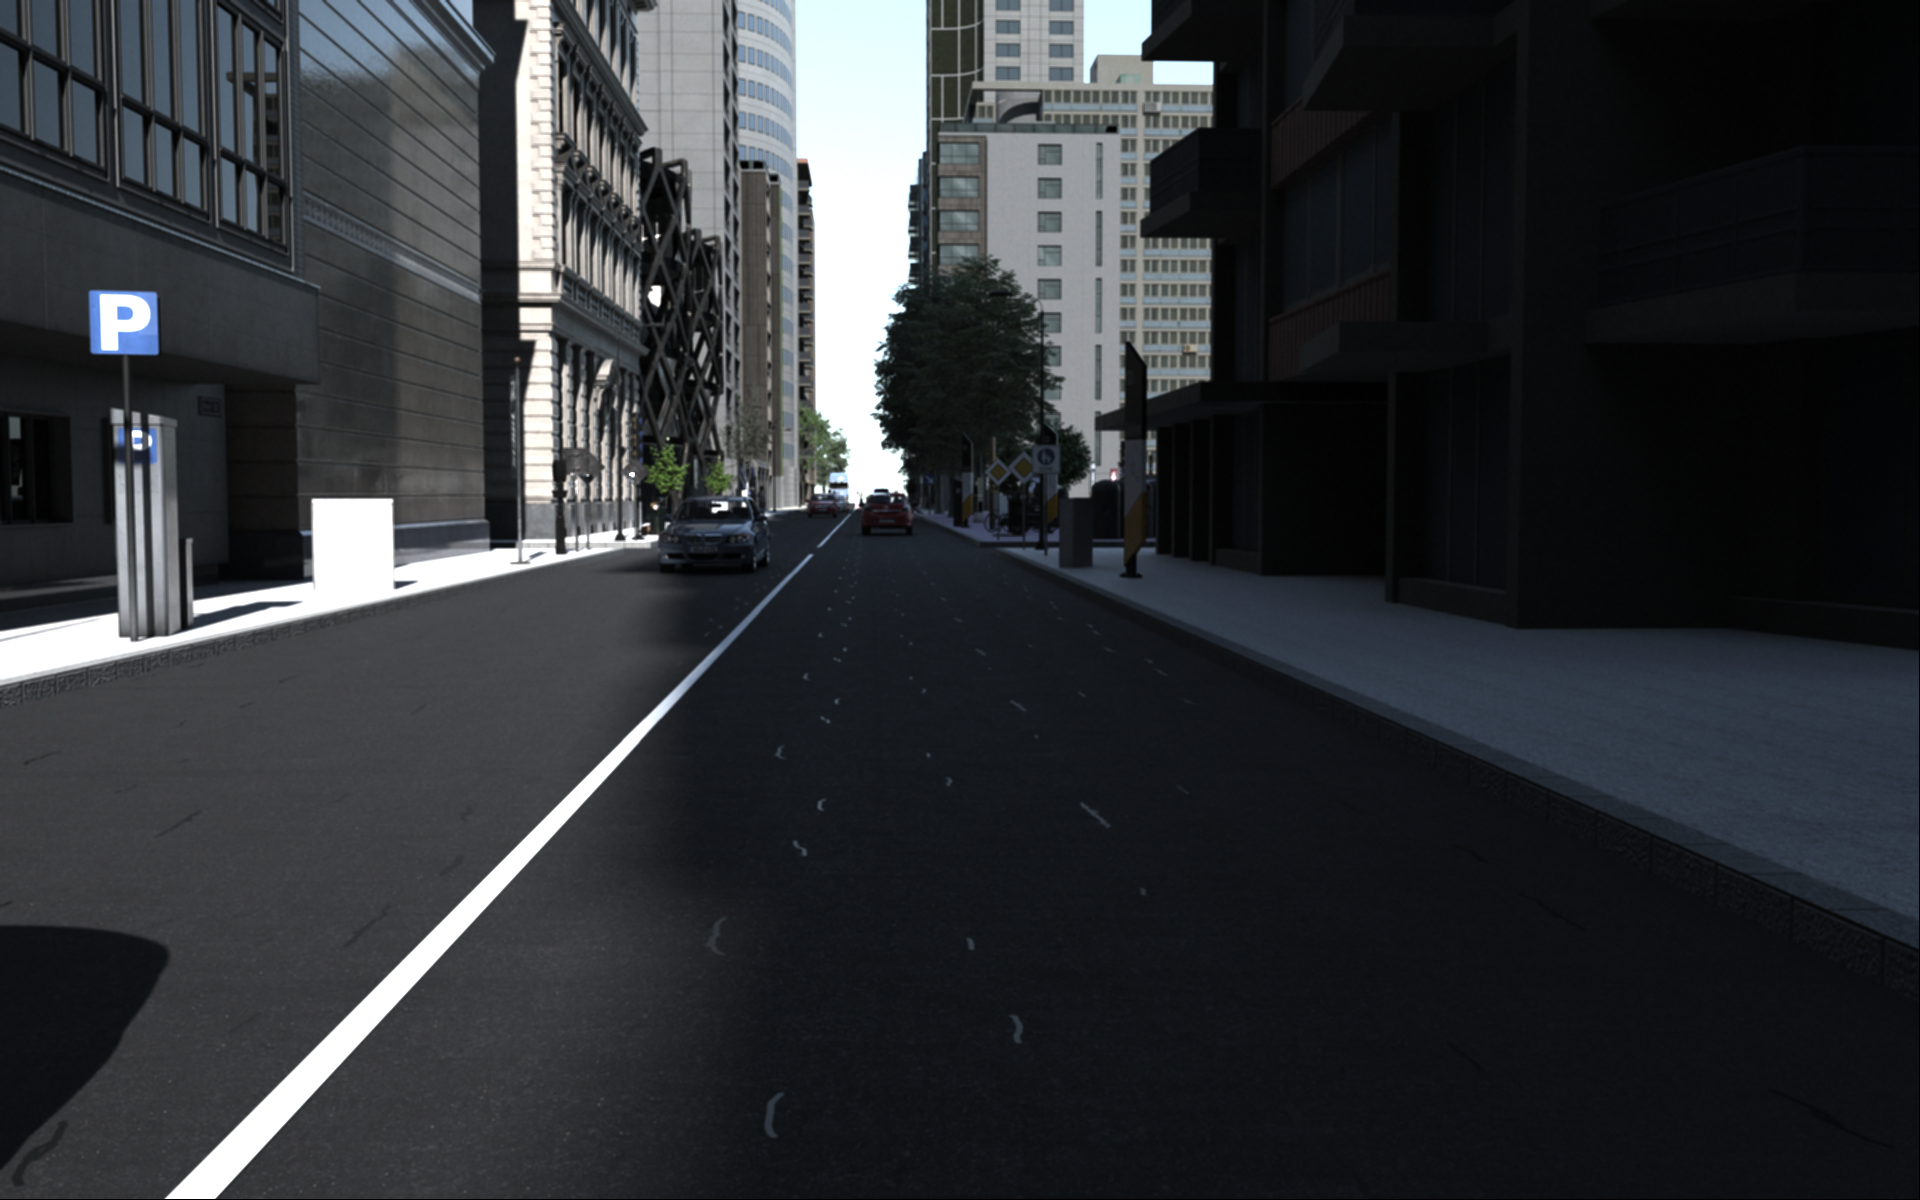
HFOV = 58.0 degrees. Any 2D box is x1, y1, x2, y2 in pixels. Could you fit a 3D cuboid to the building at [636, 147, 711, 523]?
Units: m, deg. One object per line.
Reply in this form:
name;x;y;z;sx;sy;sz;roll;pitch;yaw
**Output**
building;-20.267;-12.711;75.280;16.820;18.784;16.811;0;4;-3

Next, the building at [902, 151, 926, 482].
building;3.890;-38.136;243.129;23.786;49.044;30.456;0;4;-3

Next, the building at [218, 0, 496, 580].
building;-19.836;-14.986;30.922;20.117;28.700;13.634;0;4;-3

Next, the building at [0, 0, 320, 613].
building;-15.339;-13.356;11.882;14.314;27.812;24.014;0;4;-3

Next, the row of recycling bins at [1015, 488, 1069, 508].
row of recycling bins;5.510;-6.425;112.158;3.534;1.692;1.069;2;4;35

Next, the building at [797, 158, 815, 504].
building;-29.862;-34.580;220.000;22.147;44.769;28.867;0;4;-3

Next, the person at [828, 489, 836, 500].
person;-10.223;-7.772;135.586;1.348;1.822;0.705;-3;4;-37

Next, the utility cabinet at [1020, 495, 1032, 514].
utility cabinet;3.145;-4.067;77.655;1.020;1.237;0.306;3;5;43

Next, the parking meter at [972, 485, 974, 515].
parking meter;0.942;-6.148;106.225;0.255;1.863;0.399;2;4;30

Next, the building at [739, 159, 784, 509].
building;-22.665;-23.099;149.377;14.160;30.474;14.107;0;4;-3

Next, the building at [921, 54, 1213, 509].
building;12.757;-28.473;157.412;32.217;40.220;23.993;0;4;-3

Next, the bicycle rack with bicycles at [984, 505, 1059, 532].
bicycle rack with bicycles;2.242;-2.733;58.069;2.925;0.926;2.852;-1;4;-13

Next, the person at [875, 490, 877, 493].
person;-6.363;-7.540;132.303;1.217;1.766;0.721;-1;4;-19

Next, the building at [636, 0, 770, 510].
building;-25.105;-42.349;130.658;20.563;71.187;20.611;0;4;-3

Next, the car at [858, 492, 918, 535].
car;-2.565;-3.220;61.694;2.155;1.783;4.494;0;4;-1

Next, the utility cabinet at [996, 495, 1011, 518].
utility cabinet;2.226;-4.917;91.548;1.020;1.237;0.306;-3;4;-38

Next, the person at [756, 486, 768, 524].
person;-9.357;-4.446;81.285;0.778;1.811;0.616;-1;4;-12

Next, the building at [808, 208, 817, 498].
building;-28.995;-37.494;263.139;14.600;45.320;14.200;0;4;-3

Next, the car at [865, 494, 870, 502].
car;-12.463;-14.367;246.700;2.131;1.459;4.920;0;4;-1

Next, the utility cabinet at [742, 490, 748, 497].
utility cabinet;-11.557;-5.156;92.986;0.318;1.500;1.173;0;4;-5

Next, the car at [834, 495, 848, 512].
car;-10.092;-7.791;139.743;2.083;1.381;4.827;0;4;-2

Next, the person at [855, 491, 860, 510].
person;-9.415;-9.184;159.326;0.621;1.740;0.551;-3;5;-43

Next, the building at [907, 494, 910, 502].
building;7.900;-35.417;270.947;32.217;40.220;23.993;0;4;-3

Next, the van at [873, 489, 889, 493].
van;-8.727;-11.523;192.776;2.240;2.365;5.245;0;4;-1

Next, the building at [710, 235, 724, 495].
building;-21.933;-14.076;97.587;16.820;18.784;16.811;0;4;-3

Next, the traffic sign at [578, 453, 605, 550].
traffic sign;-8.463;-2.186;39.383;0.795;2.450;0.064;0;4;-3

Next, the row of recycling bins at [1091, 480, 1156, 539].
row of recycling bins;4.978;-2.665;50.681;1.069;1.692;3.534;3;4;39

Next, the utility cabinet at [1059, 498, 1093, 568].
utility cabinet;2.043;-1.187;30.577;0.306;1.237;1.020;1;4;23

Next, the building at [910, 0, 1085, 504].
building;4.074;-47.626;216.942;20.563;71.187;20.611;0;4;-3

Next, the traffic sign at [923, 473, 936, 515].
traffic sign;-1.858;-6.450;105.560;0.768;2.556;0.104;0;4;0

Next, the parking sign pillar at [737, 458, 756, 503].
parking sign pillar;-14.639;-7.983;118.989;1.447;3.967;1.447;-3;5;-44

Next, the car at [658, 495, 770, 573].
car;-4.636;-1.289;33.072;2.014;1.417;4.499;0;4;-1

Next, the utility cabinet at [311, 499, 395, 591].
utility cabinet;-8.092;-0.730;23.092;1.020;1.237;0.306;-1;4;-23

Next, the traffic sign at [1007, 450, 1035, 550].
traffic sign;1.468;-2.216;39.879;0.795;2.450;0.064;0;4;-3

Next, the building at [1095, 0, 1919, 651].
building;14.464;-22.584;23.878;22.147;44.769;28.867;0;4;-3

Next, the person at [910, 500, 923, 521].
person;-2.457;-4.503;87.626;1.012;1.151;0.738;2;4;33

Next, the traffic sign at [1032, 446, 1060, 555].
traffic sign;1.792;-2.076;36.079;0.606;2.300;0.079;0;4;4

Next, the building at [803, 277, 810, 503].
building;-32.441;-37.998;244.971;21.300;48.544;21.600;0;4;-3

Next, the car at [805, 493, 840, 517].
car;-8.548;-6.026;107.561;2.155;1.783;4.494;0;4;-5

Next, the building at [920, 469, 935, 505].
building;10.010;-20.756;184.397;27.650;21.520;28.899;0;4;-3

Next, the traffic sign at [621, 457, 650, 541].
traffic sign;-8.880;-2.674;47.358;0.795;2.450;0.064;0;4;-3

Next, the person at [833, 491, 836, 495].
person;-10.831;-8.587;149.719;1.217;1.723;0.721;1;4;21

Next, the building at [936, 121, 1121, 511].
building;5.003;-22.417;138.211;14.160;30.474;14.107;0;4;-3

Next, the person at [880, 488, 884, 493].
person;-5.808;-7.460;130.104;1.348;1.869;0.705;1;4;10

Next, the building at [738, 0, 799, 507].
building;-26.982;-38.376;169.446;21.231;58.520;28.212;0;4;-3

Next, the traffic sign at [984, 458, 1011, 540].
traffic sign;1.052;-2.704;47.854;0.795;2.450;0.064;0;4;-3

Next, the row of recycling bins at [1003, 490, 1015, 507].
row of recycling bins;3.995;-7.024;121.954;1.069;1.692;3.534;-2;4;-24

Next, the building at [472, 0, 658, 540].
building;-16.627;-13.950;56.958;11.050;23.489;19.941;0;4;-3

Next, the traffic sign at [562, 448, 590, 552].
traffic sign;-8.482;-2.212;38.304;0.606;2.300;0.079;0;4;-3

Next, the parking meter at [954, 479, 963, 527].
parking meter;-0.052;-3.831;68.354;0.399;1.863;0.255;0;4;1
